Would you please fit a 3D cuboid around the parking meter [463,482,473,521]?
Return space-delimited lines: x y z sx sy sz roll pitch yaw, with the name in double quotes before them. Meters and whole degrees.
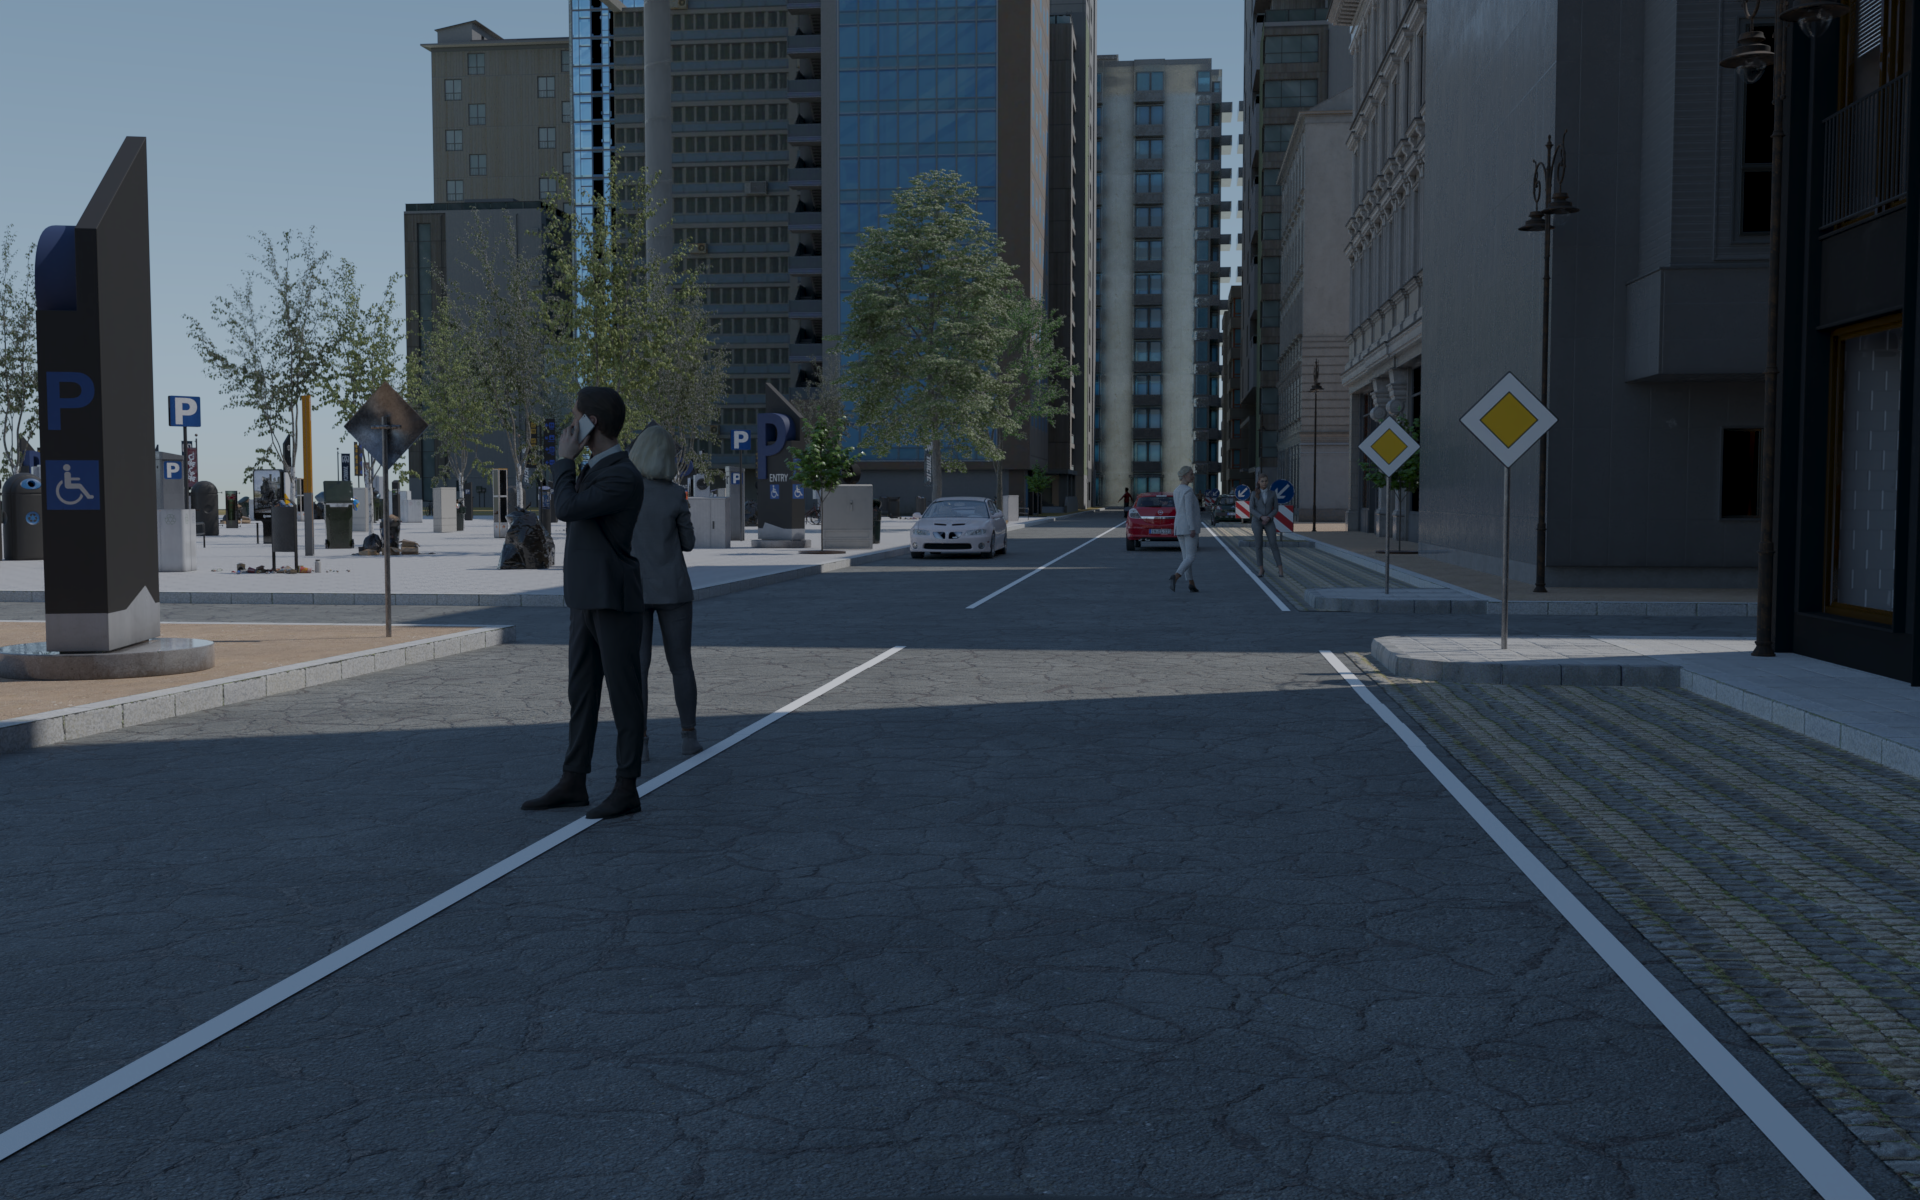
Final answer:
"parking meter" -23.810 -4.776 83.794 0.399 1.863 0.255 0 4 -4

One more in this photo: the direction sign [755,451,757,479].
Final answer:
"direction sign" -10.373 -5.984 89.842 0.379 3.537 0.876 -3 4 -36

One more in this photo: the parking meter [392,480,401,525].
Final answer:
"parking meter" -23.255 -4.020 71.434 0.255 1.863 0.399 0 4 -2

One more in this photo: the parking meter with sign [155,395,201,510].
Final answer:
"parking meter with sign" -14.382 -2.148 31.373 1.738 3.016 0.543 3 5 42

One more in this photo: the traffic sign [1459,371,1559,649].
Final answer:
"traffic sign" 4.497 -0.649 14.261 0.795 2.450 0.064 0 4 7

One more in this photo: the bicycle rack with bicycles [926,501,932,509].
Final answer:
"bicycle rack with bicycles" -0.634 -4.724 90.626 2.852 0.926 2.925 0 4 5

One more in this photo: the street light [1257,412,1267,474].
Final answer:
"street light" 16.688 -7.525 95.828 0.468 5.910 1.993 0 4 7

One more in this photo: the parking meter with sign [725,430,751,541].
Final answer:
"parking meter with sign" -6.182 -3.151 47.773 0.543 3.016 1.738 -1 4 -17

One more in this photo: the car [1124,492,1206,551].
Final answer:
"car" 5.313 -2.207 45.127 2.155 1.783 4.494 1 4 9

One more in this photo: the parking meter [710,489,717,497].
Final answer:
"parking meter" -12.705 -4.948 89.314 0.372 1.533 0.369 0 3 0

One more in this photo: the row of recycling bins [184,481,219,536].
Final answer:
"row of recycling bins" -24.593 -2.817 53.179 3.534 1.692 1.069 0 4 -5

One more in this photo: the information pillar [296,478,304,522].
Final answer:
"information pillar" -30.631 -4.652 80.555 0.304 2.012 0.304 2 4 33

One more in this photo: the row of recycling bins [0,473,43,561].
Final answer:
"row of recycling bins" -17.819 -1.638 33.899 1.069 1.692 3.534 3 5 45

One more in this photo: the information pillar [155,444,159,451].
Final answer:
"information pillar" -37.762 -5.512 81.481 0.183 3.616 0.504 0 4 -8

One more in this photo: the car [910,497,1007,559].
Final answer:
"car" 0.021 -1.693 40.036 2.083 1.381 4.827 0 4 7

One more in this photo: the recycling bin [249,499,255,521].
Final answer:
"recycling bin" -33.493 -4.302 82.886 0.722 1.027 0.722 1 4 18

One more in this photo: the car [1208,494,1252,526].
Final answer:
"car" 12.243 -4.184 78.199 2.009 1.686 4.222 0 4 6

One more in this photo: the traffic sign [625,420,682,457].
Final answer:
"traffic sign" -4.137 -1.208 23.396 0.795 2.450 0.064 0 4 7

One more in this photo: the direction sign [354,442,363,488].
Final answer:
"direction sign" -26.112 -5.090 75.225 0.379 3.537 0.876 0 4 2

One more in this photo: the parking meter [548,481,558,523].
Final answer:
"parking meter" -18.118 -4.371 77.174 0.399 1.863 0.255 1 4 10

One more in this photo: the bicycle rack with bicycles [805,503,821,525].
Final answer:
"bicycle rack with bicycles" -5.572 -3.604 72.315 2.925 0.926 2.852 0 4 6

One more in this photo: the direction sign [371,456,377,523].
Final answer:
"direction sign" -25.903 -5.156 76.297 0.379 3.537 0.876 -1 4 -21

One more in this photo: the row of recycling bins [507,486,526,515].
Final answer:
"row of recycling bins" -22.505 -4.877 86.859 1.069 1.692 3.534 -2 4 -23

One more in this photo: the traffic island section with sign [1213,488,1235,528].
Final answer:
"traffic island section with sign" 11.991 -4.019 74.340 1.989 1.847 2.006 0 4 7

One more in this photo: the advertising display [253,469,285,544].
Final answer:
"advertising display" -17.772 -2.406 44.547 0.974 1.923 0.123 2 4 25

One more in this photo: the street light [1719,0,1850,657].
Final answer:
"street light" 6.367 -2.493 13.548 0.468 5.910 1.993 0 4 7

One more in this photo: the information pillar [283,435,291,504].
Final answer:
"information pillar" -25.937 -4.615 66.810 0.183 3.616 0.504 0 4 7

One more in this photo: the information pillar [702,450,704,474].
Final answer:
"information pillar" -13.547 -6.121 91.426 0.183 3.616 0.504 -1 4 -12

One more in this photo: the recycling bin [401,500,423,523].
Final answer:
"recycling bin" -24.475 -3.961 77.318 0.722 1.027 0.722 -3 5 -39

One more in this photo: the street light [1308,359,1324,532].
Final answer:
"street light" 12.148 -5.287 59.229 0.468 5.910 1.993 0 4 7

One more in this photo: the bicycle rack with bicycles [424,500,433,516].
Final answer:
"bicycle rack with bicycles" -30.536 -5.226 98.819 2.852 0.926 2.925 -1 4 -17

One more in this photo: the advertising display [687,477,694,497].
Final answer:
"advertising display" -10.109 -3.656 64.995 0.123 1.923 0.974 -1 4 -16

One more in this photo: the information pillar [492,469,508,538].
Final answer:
"information pillar" -13.330 -2.798 50.235 0.304 2.012 0.304 3 5 41

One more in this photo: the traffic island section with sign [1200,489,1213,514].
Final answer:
"traffic island section with sign" 18.056 -7.010 123.241 1.989 1.847 2.006 0 4 7

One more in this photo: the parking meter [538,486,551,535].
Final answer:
"parking meter" -12.891 -2.774 53.768 0.372 1.533 0.369 0 3 0

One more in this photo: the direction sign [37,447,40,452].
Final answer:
"direction sign" -44.240 -5.630 84.040 0.876 3.537 0.379 -2 4 -25

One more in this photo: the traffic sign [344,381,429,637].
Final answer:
"traffic sign" -5.121 -0.724 15.472 0.795 2.450 0.064 0 4 7

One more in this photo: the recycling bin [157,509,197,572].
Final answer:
"recycling bin" -13.129 -0.988 28.700 0.722 1.027 0.722 0 4 -8

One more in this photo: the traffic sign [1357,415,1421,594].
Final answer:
"traffic sign" 5.481 -1.134 22.186 0.795 2.450 0.064 0 4 7

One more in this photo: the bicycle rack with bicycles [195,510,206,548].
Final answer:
"bicycle rack with bicycles" -18.767 -1.633 40.077 2.852 0.926 2.925 -1 4 -13

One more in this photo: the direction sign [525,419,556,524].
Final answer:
"direction sign" -12.588 -3.673 52.048 0.876 3.537 0.379 0 4 -7

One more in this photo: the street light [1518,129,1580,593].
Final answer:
"street light" 7.583 -3.038 22.456 0.468 5.910 1.993 0 4 7

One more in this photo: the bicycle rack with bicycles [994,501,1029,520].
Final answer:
"bicycle rack with bicycles" 2.194 -4.420 85.656 2.852 0.926 2.925 -1 4 -14

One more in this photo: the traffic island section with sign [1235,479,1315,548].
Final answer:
"traffic island section with sign" 8.606 -2.357 47.159 1.989 1.847 2.006 0 4 7
